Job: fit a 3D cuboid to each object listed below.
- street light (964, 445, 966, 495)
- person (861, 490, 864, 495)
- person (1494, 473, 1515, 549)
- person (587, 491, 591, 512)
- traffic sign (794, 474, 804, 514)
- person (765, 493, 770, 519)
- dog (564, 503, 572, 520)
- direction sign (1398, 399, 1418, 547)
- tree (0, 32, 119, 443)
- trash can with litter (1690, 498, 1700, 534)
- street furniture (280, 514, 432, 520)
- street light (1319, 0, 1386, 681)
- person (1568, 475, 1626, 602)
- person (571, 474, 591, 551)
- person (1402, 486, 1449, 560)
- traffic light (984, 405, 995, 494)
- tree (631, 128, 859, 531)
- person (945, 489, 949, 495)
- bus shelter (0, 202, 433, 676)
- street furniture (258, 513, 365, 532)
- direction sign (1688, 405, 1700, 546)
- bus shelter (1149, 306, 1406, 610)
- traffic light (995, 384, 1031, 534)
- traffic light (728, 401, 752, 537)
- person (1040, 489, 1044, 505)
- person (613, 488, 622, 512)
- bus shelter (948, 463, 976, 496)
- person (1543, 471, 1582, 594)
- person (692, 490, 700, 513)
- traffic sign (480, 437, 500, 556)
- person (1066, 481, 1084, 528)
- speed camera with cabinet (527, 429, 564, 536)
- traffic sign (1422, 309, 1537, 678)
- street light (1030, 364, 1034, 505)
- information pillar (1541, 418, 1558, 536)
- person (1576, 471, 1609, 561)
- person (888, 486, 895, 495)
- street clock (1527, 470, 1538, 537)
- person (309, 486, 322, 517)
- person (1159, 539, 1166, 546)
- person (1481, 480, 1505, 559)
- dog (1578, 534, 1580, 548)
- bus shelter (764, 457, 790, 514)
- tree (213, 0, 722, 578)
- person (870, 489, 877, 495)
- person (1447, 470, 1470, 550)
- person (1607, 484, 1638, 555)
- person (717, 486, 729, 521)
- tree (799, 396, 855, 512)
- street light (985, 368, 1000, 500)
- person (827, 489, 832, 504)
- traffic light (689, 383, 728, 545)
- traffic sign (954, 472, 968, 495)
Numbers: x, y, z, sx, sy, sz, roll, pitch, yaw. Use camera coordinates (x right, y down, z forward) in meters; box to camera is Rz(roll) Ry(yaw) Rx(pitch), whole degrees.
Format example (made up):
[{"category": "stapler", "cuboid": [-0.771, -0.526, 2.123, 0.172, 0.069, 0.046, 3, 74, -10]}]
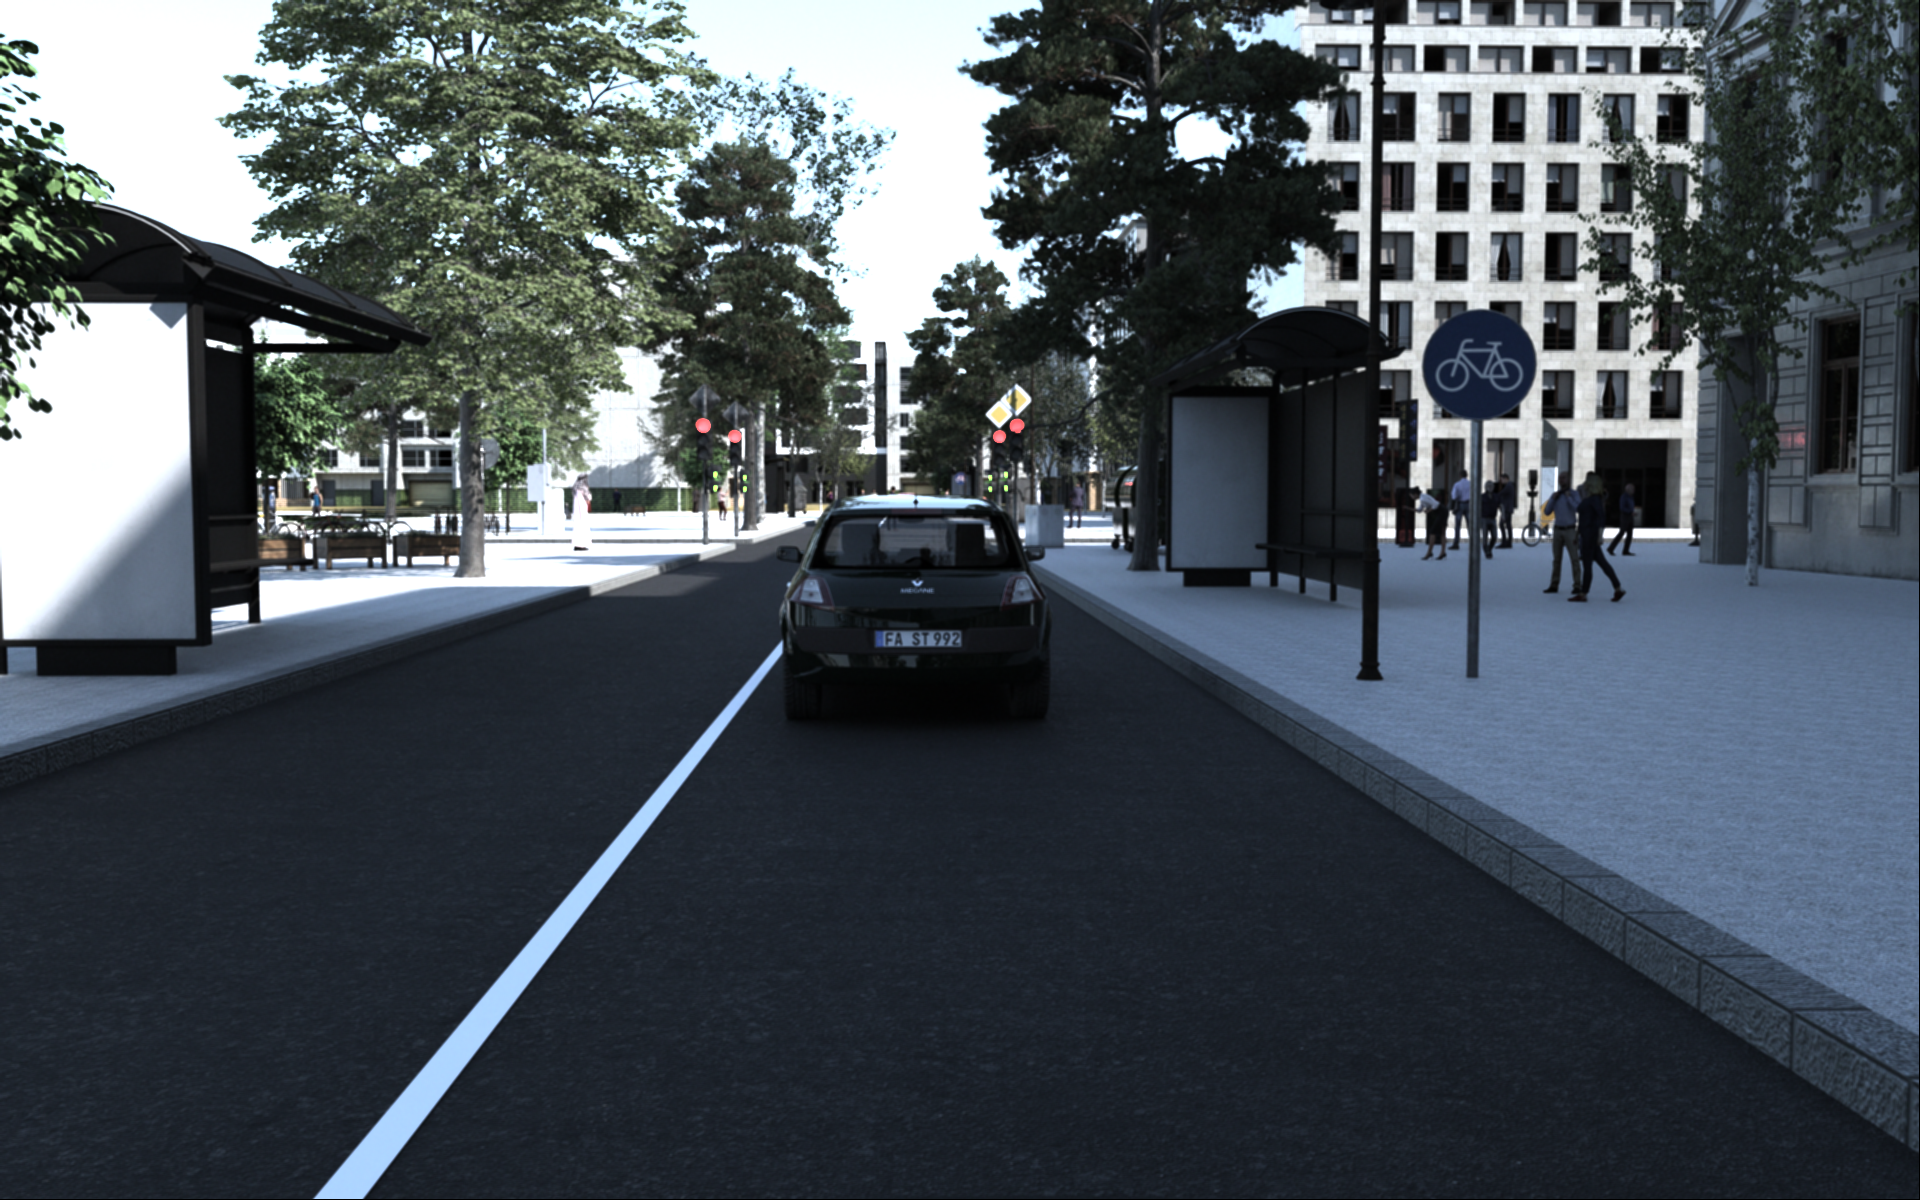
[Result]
[{"category": "street light", "cuboid": [0.280, -7.474, 94.981, 0.468, 5.910, 1.993, 0, 4, -2]}, {"category": "person", "cuboid": [-7.430, -7.584, 133.054, 0.434, 1.755, 0.990, -1, 4, -18]}, {"category": "person", "cuboid": [12.804, -2.108, 40.952, 0.568, 1.767, 0.683, 2, 4, 25]}, {"category": "person", "cuboid": [-25.128, -6.638, 117.039, 0.387, 1.526, 0.523, 0, 4, 3]}, {"category": "traffic sign", "cuboid": [-10.348, -6.740, 110.200, 0.884, 2.594, 0.081, 0, 4, 4]}, {"category": "person", "cuboid": [-10.108, -4.965, 89.086, 0.662, 1.594, 0.647, 0, 4, 5]}, {"category": "dog", "cuboid": [-19.835, -4.464, 87.366, 0.513, 0.831, 0.800, 0, 4, 5]}, {"category": "direction sign", "cuboid": [10.780, -3.040, 41.706, 0.379, 3.537, 0.876, -1, 4, -13]}, {"category": "tree", "cuboid": [-6.400, -1.574, 9.453, 4.285, 4.588, 4.351, 0, 3, 0]}, {"category": "trash can with litter", "cuboid": [23.595, -2.644, 54.623, 1.055, 1.170, 0.624, 2, 4, 27]}, {"category": "street furniture", "cuboid": [-42.206, -5.200, 90.051, 27.439, 1.986, 14.083, -1, 4, -12]}, {"category": "street light", "cuboid": [2.838, -2.387, 11.819, 0.468, 5.910, 1.993, 0, 4, -2]}, {"category": "person", "cuboid": [7.594, -0.737, 20.631, 0.613, 1.512, 0.480, 0, 4, -7]}, {"category": "person", "cuboid": [-8.512, -1.976, 39.015, 0.551, 1.740, 0.621, 3, 5, 41]}, {"category": "person", "cuboid": [9.149, -1.507, 33.875, 0.799, 1.438, 0.628, -1, 4, -20]}, {"category": "traffic light", "cuboid": [1.140, -3.814, 51.599, 0.839, 4.213, 0.868, 0, 4, -2]}, {"category": "tree", "cuboid": [-7.452, -9.292, 59.339, 7.806, 13.903, 7.818, 0, 3, 0]}, {"category": "person", "cuboid": [-0.958, -8.283, 142.179, 0.721, 1.736, 1.217, 1, 4, 18]}, {"category": "bus shelter", "cuboid": [-6.207, -1.270, 14.684, 2.014, 3.302, 5.546, 0, 4, -2]}, {"category": "street furniture", "cuboid": [-24.615, -2.752, 60.626, 5.734, 0.657, 10.072, 0, 4, 5]}, {"category": "direction sign", "cuboid": [18.197, -3.100, 42.682, 0.379, 3.537, 0.876, 1, 4, 20]}, {"category": "bus shelter", "cuboid": [3.715, -1.684, 21.457, 2.014, 3.302, 5.546, 0, 4, -2]}, {"category": "traffic light", "cuboid": [1.394, -3.326, 43.618, 0.839, 4.213, 0.868, 0, 4, -2]}, {"category": "traffic light", "cuboid": [-6.617, -3.798, 51.337, 0.839, 4.213, 0.868, 0, 4, -2]}, {"category": "person", "cuboid": [3.615, -4.209, 77.557, 0.574, 1.496, 0.600, -3, 5, -42]}, {"category": "person", "cuboid": [-24.769, -7.229, 124.937, 0.504, 1.737, 0.576, 3, 5, 43]}, {"category": "bus shelter", "cuboid": [0.224, -7.453, 115.785, 2.014, 3.302, 5.546, 0, 4, -2]}, {"category": "person", "cuboid": [7.809, -0.872, 22.363, 0.319, 1.574, 0.516, -3, 4, -37]}, {"category": "person", "cuboid": [-17.522, -6.627, 115.075, 0.565, 1.739, 0.600, 0, 4, 2]}, {"category": "traffic sign", "cuboid": [-9.961, -2.201, 36.098, 0.768, 2.556, 0.104, 0, 4, 5]}, {"category": "person", "cuboid": [4.285, -3.563, 64.743, 0.683, 1.767, 0.568, -2, 4, -28]}, {"category": "speed camera with cabinet", "cuboid": [-12.736, -3.599, 53.179, 0.660, 3.252, 2.038, 0, 4, 3]}, {"category": "traffic sign", "cuboid": [3.585, -0.730, 12.039, 0.768, 2.556, 0.104, 0, 4, 7]}, {"category": "street light", "cuboid": [1.804, -4.307, 43.209, 0.468, 5.910, 1.993, 0, 4, -2]}, {"category": "information pillar", "cuboid": [18.137, -3.791, 53.340, 0.183, 3.616, 0.504, -3, 5, -41]}, {"category": "person", "cuboid": [12.158, -1.620, 33.357, 0.431, 1.722, 0.655, -3, 5, -43]}, {"category": "person", "cuboid": [-2.624, -3.629, 68.531, 0.576, 1.737, 0.504, 1, 4, 23]}, {"category": "street clock", "cuboid": [17.053, -2.877, 51.601, 0.358, 2.002, 0.471, 1, 4, 13]}, {"category": "person", "cuboid": [-25.979, -3.782, 69.750, 0.647, 1.594, 0.662, 1, 4, 13]}, {"category": "person", "cuboid": [5.139, -2.097, 43.025, 0.600, 1.496, 0.574, 2, 4, 24]}, {"category": "person", "cuboid": [10.550, -1.596, 34.350, 0.569, 1.553, 0.471, 3, 4, 36]}, {"category": "dog", "cuboid": [14.418, -1.599, 40.522, 0.800, 0.831, 0.513, -1, 4, -13]}, {"category": "bus shelter", "cuboid": [-12.258, -7.502, 113.932, 1.731, 3.624, 6.357, 0, 4, -2]}, {"category": "tree", "cuboid": [-7.504, -6.640, 26.689, 7.486, 12.596, 7.792, 0, 3, 0]}, {"category": "person", "cuboid": [-6.843, -7.908, 137.791, 1.348, 1.824, 0.705, -1, 4, -12]}, {"category": "person", "cuboid": [11.576, -2.081, 39.929, 0.709, 1.838, 0.599, 0, 4, -1]}, {"category": "person", "cuboid": [13.923, -1.675, 36.129, 0.574, 1.496, 0.600, -1, 4, -20]}, {"category": "person", "cuboid": [-11.301, -4.599, 82.693, 0.566, 1.644, 0.517, 1, 4, 10]}, {"category": "tree", "cuboid": [-9.619, -10.442, 121.085, 4.360, 8.622, 3.978, 0, 3, 0]}, {"category": "street light", "cuboid": [1.176, -5.553, 63.587, 0.468, 5.910, 1.993, 0, 4, -2]}, {"category": "person", "cuboid": [-12.687, -10.043, 170.934, 0.721, 1.739, 1.217, 3, 4, 38]}, {"category": "traffic light", "cuboid": [-6.363, -3.310, 43.356, 0.839, 4.213, 0.868, 0, 4, -2]}, {"category": "traffic sign", "cuboid": [0.055, -6.063, 99.229, 0.768, 2.556, 0.104, 0, 4, 3]}]
